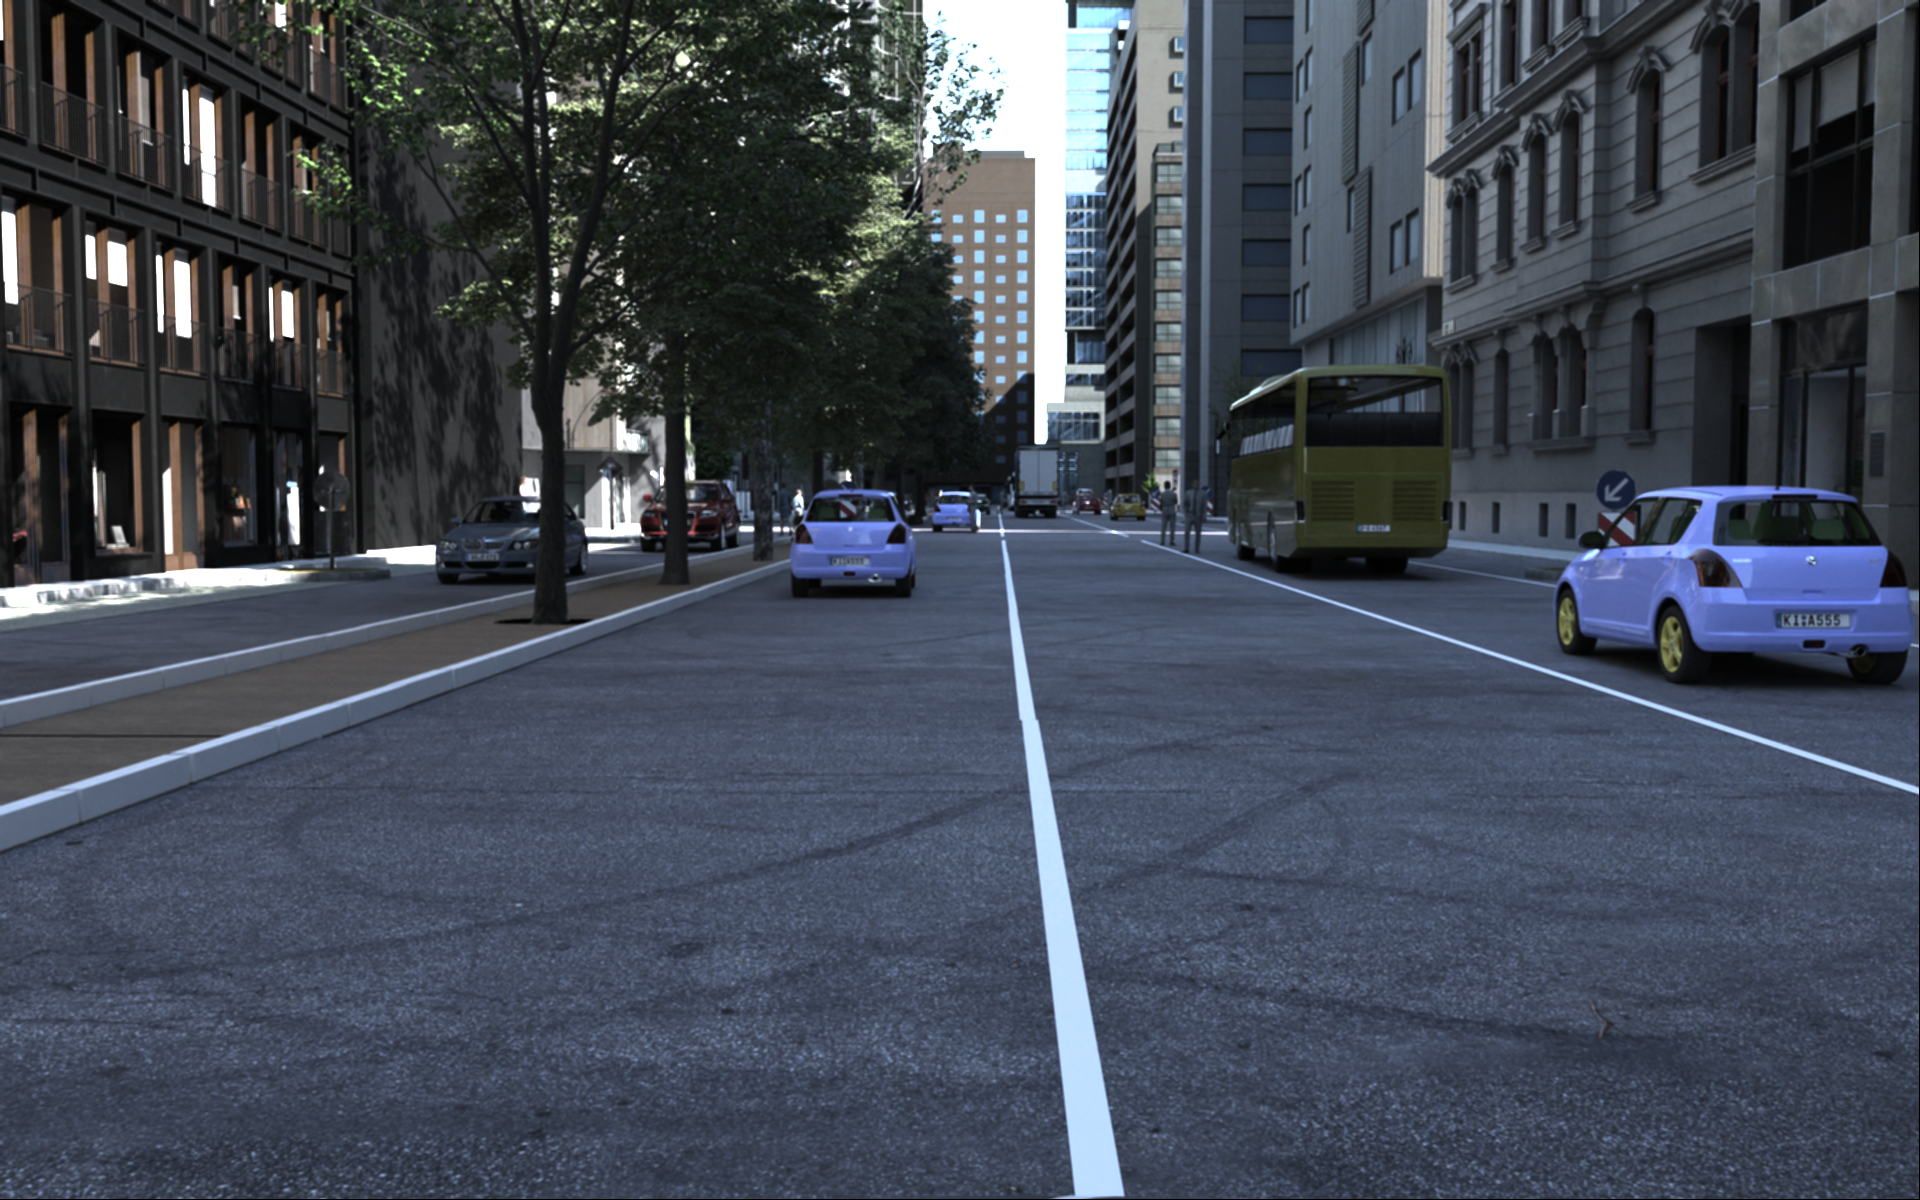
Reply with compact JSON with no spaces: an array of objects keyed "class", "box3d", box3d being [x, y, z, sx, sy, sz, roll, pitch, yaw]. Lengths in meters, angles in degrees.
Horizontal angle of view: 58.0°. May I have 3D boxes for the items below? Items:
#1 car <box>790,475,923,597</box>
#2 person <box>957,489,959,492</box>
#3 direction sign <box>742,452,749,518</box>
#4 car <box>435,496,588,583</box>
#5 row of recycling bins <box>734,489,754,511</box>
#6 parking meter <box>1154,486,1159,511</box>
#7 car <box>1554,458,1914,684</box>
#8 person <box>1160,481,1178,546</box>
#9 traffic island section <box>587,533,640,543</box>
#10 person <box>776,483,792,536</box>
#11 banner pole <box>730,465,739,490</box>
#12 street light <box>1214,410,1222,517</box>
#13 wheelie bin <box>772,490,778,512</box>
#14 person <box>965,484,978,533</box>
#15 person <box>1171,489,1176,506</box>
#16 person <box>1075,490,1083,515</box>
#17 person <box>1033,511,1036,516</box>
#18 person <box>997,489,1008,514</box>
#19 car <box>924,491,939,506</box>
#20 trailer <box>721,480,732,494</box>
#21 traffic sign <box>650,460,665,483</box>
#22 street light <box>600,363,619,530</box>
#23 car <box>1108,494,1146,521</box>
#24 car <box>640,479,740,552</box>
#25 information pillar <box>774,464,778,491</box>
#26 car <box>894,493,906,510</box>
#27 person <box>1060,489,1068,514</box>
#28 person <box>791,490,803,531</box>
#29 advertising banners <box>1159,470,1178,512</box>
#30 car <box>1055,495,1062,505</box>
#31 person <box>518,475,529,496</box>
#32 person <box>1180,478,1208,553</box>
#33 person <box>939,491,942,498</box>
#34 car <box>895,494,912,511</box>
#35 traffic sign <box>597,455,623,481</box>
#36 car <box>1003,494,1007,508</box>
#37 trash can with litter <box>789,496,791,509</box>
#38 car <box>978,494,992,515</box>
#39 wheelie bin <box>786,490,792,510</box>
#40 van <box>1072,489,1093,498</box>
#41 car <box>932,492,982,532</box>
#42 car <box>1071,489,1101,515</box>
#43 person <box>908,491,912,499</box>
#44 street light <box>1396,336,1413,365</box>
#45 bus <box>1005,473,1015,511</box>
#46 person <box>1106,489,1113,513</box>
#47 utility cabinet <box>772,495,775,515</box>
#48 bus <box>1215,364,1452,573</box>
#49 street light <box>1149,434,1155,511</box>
[{"class":"car","box3d":[-1.515,-0.967,25.406,1.945,1.707,3.694,0,4,0]},{"class":"person","box3d":[-0.088,-7.177,126.122,0.850,1.792,0.678,-3,5,-40]},{"class":"direction sign","box3d":[-11.440,-6.146,92.490,0.379,3.537,0.876,1,4,15]},{"class":"car","box3d":[-7.490,-1.059,29.311,2.014,1.417,4.499,0,4,0]},{"class":"row of recycling bins","box3d":[-16.409,-7.659,132.342,3.534,1.692,1.069,-3,5,-39]},{"class":"parking meter","box3d":[14.646,-7.558,129.286,0.399,1.863,0.255,0,4,-4]},{"class":"car","box3d":[6.230,-0.292,14.360,1.945,1.707,3.694,0,4,1]},{"class":"person","box3d":[5.827,-2.426,48.347,0.511,1.800,0.466,0,4,4]},{"class":"traffic island section","box3d":[-10.517,-1.816,51.971,2.009,0.180,2.903,0,4,1]},{"class":"person","box3d":[-6.005,-3.105,59.295,0.581,1.822,0.654,-2,4,-33]},{"class":"banner pole","box3d":[-16.992,-8.569,130.125,0.863,3.779,0.401,1,4,17]},{"class":"street light","box3d":[14.138,-7.514,95.643,0.468,5.910,1.993,0,4,1]},{"class":"wheelie bin","box3d":[-13.588,-7.309,127.417,0.693,1.594,0.980,1,4,15]},{"class":"person","box3d":[0.378,-3.382,63.991,0.583,1.804,0.606,-2,4,-30]},{"class":"person","box3d":[15.912,-7.485,129.426,0.522,1.701,0.512,1,4,22]},{"class":"person","box3d":[8.031,-6.596,117.190,0.643,1.720,0.563,0,4,-5]},{"class":"person","box3d":[4.969,-6.501,114.699,0.656,1.842,0.836,1,4,21]},{"class":"person","box3d":[3.037,-7.043,123.773,0.853,1.813,0.709,0,4,-1]},{"class":"car","box3d":[-3.346,-11.651,199.169,2.281,1.827,5.304,0,4,2]},{"class":"trailer","box3d":[-9.894,-3.786,68.945,1.471,1.999,3.904,0,4,3]},{"class":"traffic sign","box3d":[-10.325,-3.529,59.887,0.795,2.593,0.064,0,4,1]},{"class":"street light","box3d":[-12.274,-5.396,61.007,0.468,5.910,1.993,0,4,1]},{"class":"car","box3d":[9.103,-5.133,94.144,2.015,1.641,3.980,0,4,1]},{"class":"car","box3d":[-6.875,-2.190,44.483,2.281,1.827,5.304,0,4,-1]},{"class":"information pillar","box3d":[-13.880,-8.587,131.746,0.504,3.616,0.183,0,4,-5]},{"class":"car","box3d":[-5.675,-8.904,155.163,1.945,1.707,3.694,0,4,0]},{"class":"person","box3d":[7.627,-7.239,126.974,0.709,1.813,0.853,1,4,19]},{"class":"person","box3d":[-6.335,-3.519,67.853,0.330,1.601,0.589,-3,5,-42]},{"class":"advertising banners","box3d":[15.133,-7.915,125.606,0.090,3.025,2.074,-2,4,-31]},{"class":"car","box3d":[11.580,-11.685,203.633,1.945,1.354,3.894,0,4,3]},{"class":"person","box3d":[-12.630,-2.706,50.297,0.388,1.821,0.555,-1,4,-15]},{"class":"person","box3d":[5.659,-2.033,41.836,0.635,1.810,0.391,1,4,11]},{"class":"person","box3d":[-1.537,-8.503,148.255,0.721,1.736,1.217,1,4,14]},{"class":"car","box3d":[-5.075,-8.469,148.253,2.009,1.686,4.222,0,4,3]},{"class":"traffic sign","box3d":[-10.494,-3.041,51.904,0.795,2.593,0.064,0,4,1]},{"class":"car","box3d":[5.246,-10.285,177.943,2.009,1.686,4.222,0,3,0]},{"class":"trash can with litter","box3d":[-12.523,-6.916,124.458,0.624,1.170,1.055,-1,4,-21]},{"class":"car","box3d":[1.208,-6.729,121.811,2.131,1.459,4.920,0,3,0]},{"class":"wheelie bin","box3d":[-13.401,-7.729,134.272,0.693,1.594,0.980,0,4,2]},{"class":"van","box3d":[10.506,-8.509,146.134,2.013,2.044,4.112,0,4,3]},{"class":"car","box3d":[-0.126,-3.487,66.603,1.945,1.707,3.694,0,4,3]},{"class":"car","box3d":[8.792,-6.803,120.276,2.155,1.783,4.494,0,4,0]},{"class":"person","box3d":[-6.078,-12.118,206.638,0.705,1.823,1.348,-3,5,-42]},{"class":"street light","box3d":[13.038,-4.783,50.991,0.468,5.910,1.993,0,4,1]},{"class":"bus","box3d":[5.441,-9.414,148.782,2.948,3.499,13.247,0,3,0]},{"class":"person","box3d":[11.570,-7.686,134.344,0.537,1.800,0.526,0,4,-2]},{"class":"utility cabinet","box3d":[-11.773,-5.844,106.715,0.306,1.237,1.020,1,4,21]},{"class":"bus","box3d":[7.072,-2.617,34.342,2.896,3.916,12.252,0,4,3]},{"class":"street light","box3d":[14.898,-9.867,134.115,0.468,5.910,1.993,0,4,1]}]
